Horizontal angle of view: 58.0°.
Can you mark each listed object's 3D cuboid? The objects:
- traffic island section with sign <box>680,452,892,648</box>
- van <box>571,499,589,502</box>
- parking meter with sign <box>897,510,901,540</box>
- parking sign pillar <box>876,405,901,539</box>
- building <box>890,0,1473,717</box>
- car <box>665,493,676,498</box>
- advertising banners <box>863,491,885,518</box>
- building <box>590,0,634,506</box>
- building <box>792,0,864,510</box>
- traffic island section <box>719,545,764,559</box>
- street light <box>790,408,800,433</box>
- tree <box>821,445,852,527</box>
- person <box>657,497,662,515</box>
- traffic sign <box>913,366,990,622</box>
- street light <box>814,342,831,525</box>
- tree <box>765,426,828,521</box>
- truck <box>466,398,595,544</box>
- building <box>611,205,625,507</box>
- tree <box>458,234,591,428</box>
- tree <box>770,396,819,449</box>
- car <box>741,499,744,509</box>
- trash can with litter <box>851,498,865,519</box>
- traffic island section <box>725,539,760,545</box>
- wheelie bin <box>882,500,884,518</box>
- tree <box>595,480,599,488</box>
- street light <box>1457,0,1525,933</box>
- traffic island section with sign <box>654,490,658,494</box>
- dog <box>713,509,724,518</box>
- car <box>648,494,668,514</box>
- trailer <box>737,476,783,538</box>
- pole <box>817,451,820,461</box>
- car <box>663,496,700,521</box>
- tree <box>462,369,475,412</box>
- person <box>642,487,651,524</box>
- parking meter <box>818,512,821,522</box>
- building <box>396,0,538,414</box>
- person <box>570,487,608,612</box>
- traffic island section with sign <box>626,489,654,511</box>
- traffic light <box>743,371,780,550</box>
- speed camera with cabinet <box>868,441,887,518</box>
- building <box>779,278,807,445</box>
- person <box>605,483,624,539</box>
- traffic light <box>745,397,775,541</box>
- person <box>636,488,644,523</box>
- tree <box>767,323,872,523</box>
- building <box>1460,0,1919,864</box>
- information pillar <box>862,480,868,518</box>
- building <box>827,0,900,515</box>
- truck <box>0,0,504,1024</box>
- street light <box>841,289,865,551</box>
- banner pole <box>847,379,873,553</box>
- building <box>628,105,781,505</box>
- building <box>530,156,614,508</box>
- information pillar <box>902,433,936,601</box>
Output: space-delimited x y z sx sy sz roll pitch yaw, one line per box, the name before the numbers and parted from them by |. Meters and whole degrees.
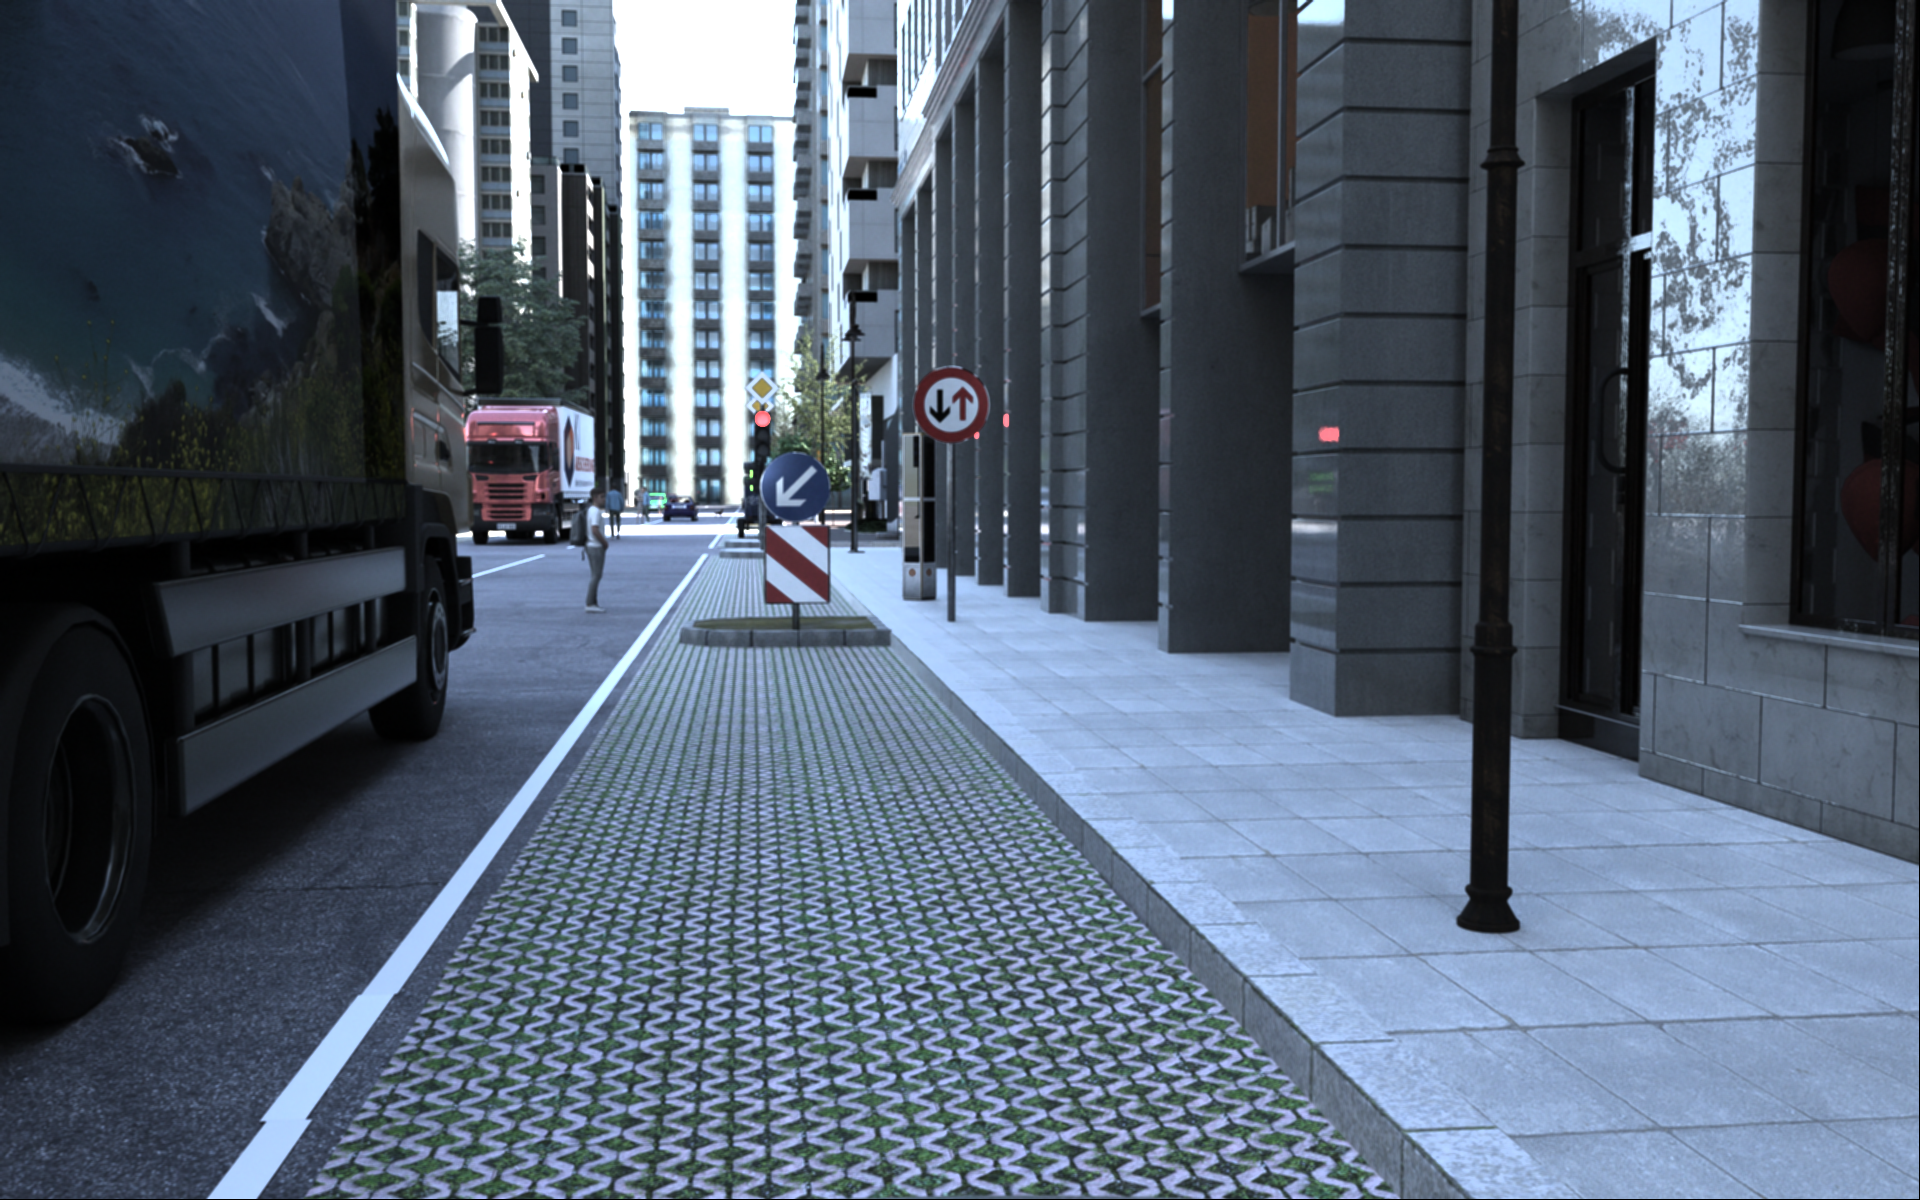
traffic island section with sign | -1.738 -0.514 17.032 1.989 1.847 2.006 0 4 -7
van | -21.123 -5.317 93.946 2.013 2.044 4.112 0 4 -8
parking meter with sign | -0.896 -3.175 48.175 1.738 3.016 0.543 1 4 21
parking sign pillar | -1.710 -3.751 49.794 1.447 3.967 1.447 -1 4 -21
building | 5.732 -15.095 24.297 11.434 29.767 29.804 0 4 -7
car | -24.698 -8.415 146.620 2.155 1.783 4.494 -1 4 -9
advertising banners | -2.765 -4.374 67.708 2.074 3.025 0.090 -1 4 -13
building | -45.873 -45.514 182.401 20.611 71.187 20.563 0 4 -7
building | -3.240 -32.515 151.228 23.786 49.044 30.456 0 4 -7
traffic island section | -4.480 -1.063 39.661 2.009 0.180 2.903 0 4 -7
street light | -8.290 -7.003 87.285 0.468 5.910 1.993 0 4 -7
tree | -5.064 -4.475 67.765 1.663 3.219 1.824 0 3 0
person | -20.145 -6.294 116.088 0.352 1.250 0.332 0 4 6
traffic sign | -0.085 -1.056 17.373 0.768 2.556 0.104 0 4 2
street light | -4.198 -4.901 52.924 0.468 5.910 1.993 0 4 -7
tree | -7.731 -6.102 83.482 4.285 4.588 4.351 0 3 0
truck | -13.055 -3.917 52.949 2.839 4.237 11.283 0 4 -5
building | -39.749 -24.061 165.097 14.160 30.474 14.107 0 4 -7
tree | -22.865 -10.867 84.323 9.857 13.997 8.962 0 3 0
tree | -12.373 -10.783 126.668 4.360 8.622 3.978 0 3 0
car | -20.249 -9.497 167.855 1.945 1.354 3.894 0 4 -7
trash can with litter | -4.121 -3.825 73.919 1.055 1.170 0.624 2 4 25
traffic island section | -5.440 -1.548 47.588 2.009 0.180 2.903 0 4 -7
wheelie bin | -3.272 -4.394 79.754 0.980 1.594 0.693 1 4 19
tree | -27.541 -8.221 129.009 1.663 3.219 1.824 0 3 0
street light | 1.569 -1.968 4.965 0.468 5.910 1.993 0 4 -7
traffic island section with sign | -30.689 -10.160 174.750 1.989 1.847 2.006 0 4 -7
dog | -14.771 -5.298 105.903 0.406 0.507 0.540 2 4 35
car | -21.884 -7.097 124.825 1.959 1.807 4.718 0 4 -5
trailer | -6.626 -3.065 57.160 1.471 1.999 3.904 0 4 -8
pole | -6.616 -5.342 81.185 0.158 3.312 0.155 0 3 0
car | -14.849 -4.863 92.091 1.945 1.354 3.894 0 4 -7
tree | -29.088 -9.102 99.173 4.360 8.622 3.978 0 3 0
person | -15.067 -4.553 83.286 0.444 1.785 0.601 -2 4 -23
parking meter | -6.511 -4.361 79.714 0.372 1.533 0.369 0 3 0
building | -45.511 -26.806 130.160 32.217 40.220 23.993 0 4 -7
person | -4.444 -0.609 21.048 0.503 1.515 0.523 2 4 34
traffic island section with sign | -27.450 -8.524 147.989 1.989 1.847 2.006 0 4 -7
traffic light | -4.521 -3.096 39.542 0.839 4.253 0.868 0 4 -7
speed camera with cabinet | -2.627 -4.305 64.724 0.660 3.252 2.038 2 4 32
building | -7.653 -53.122 181.213 22.319 86.520 31.000 0 4 -7
person | -10.904 -2.803 54.666 0.601 1.785 0.444 -1 4 -18
traffic light | -5.481 -3.581 47.469 0.839 4.253 0.868 0 4 -7
person | -15.550 -4.633 84.592 0.599 1.781 0.374 -2 4 -28
tree | -6.059 -7.662 75.636 4.737 8.622 4.395 0 3 0
building | 9.005 -8.977 1.522 10.420 20.320 16.860 0 4 -7
information pillar | -4.380 -4.671 80.865 0.304 2.012 0.304 1 4 21
building | 6.057 -31.493 104.153 28.713 52.752 27.495 0 4 -7
truck | -3.802 -1.082 6.608 2.839 4.237 11.283 0 4 -7
street light | -2.419 -4.062 39.194 0.468 5.910 1.993 0 4 -7
banner pole | -2.140 -2.912 37.631 0.401 3.779 0.863 -3 4 -37
building | -31.485 -36.514 216.612 30.456 49.044 23.786 0 4 -7
building | -38.259 -23.168 150.495 14.160 30.474 14.107 0 4 -7
information pillar | -0.490 -1.007 20.953 0.304 2.012 0.304 3 4 36
